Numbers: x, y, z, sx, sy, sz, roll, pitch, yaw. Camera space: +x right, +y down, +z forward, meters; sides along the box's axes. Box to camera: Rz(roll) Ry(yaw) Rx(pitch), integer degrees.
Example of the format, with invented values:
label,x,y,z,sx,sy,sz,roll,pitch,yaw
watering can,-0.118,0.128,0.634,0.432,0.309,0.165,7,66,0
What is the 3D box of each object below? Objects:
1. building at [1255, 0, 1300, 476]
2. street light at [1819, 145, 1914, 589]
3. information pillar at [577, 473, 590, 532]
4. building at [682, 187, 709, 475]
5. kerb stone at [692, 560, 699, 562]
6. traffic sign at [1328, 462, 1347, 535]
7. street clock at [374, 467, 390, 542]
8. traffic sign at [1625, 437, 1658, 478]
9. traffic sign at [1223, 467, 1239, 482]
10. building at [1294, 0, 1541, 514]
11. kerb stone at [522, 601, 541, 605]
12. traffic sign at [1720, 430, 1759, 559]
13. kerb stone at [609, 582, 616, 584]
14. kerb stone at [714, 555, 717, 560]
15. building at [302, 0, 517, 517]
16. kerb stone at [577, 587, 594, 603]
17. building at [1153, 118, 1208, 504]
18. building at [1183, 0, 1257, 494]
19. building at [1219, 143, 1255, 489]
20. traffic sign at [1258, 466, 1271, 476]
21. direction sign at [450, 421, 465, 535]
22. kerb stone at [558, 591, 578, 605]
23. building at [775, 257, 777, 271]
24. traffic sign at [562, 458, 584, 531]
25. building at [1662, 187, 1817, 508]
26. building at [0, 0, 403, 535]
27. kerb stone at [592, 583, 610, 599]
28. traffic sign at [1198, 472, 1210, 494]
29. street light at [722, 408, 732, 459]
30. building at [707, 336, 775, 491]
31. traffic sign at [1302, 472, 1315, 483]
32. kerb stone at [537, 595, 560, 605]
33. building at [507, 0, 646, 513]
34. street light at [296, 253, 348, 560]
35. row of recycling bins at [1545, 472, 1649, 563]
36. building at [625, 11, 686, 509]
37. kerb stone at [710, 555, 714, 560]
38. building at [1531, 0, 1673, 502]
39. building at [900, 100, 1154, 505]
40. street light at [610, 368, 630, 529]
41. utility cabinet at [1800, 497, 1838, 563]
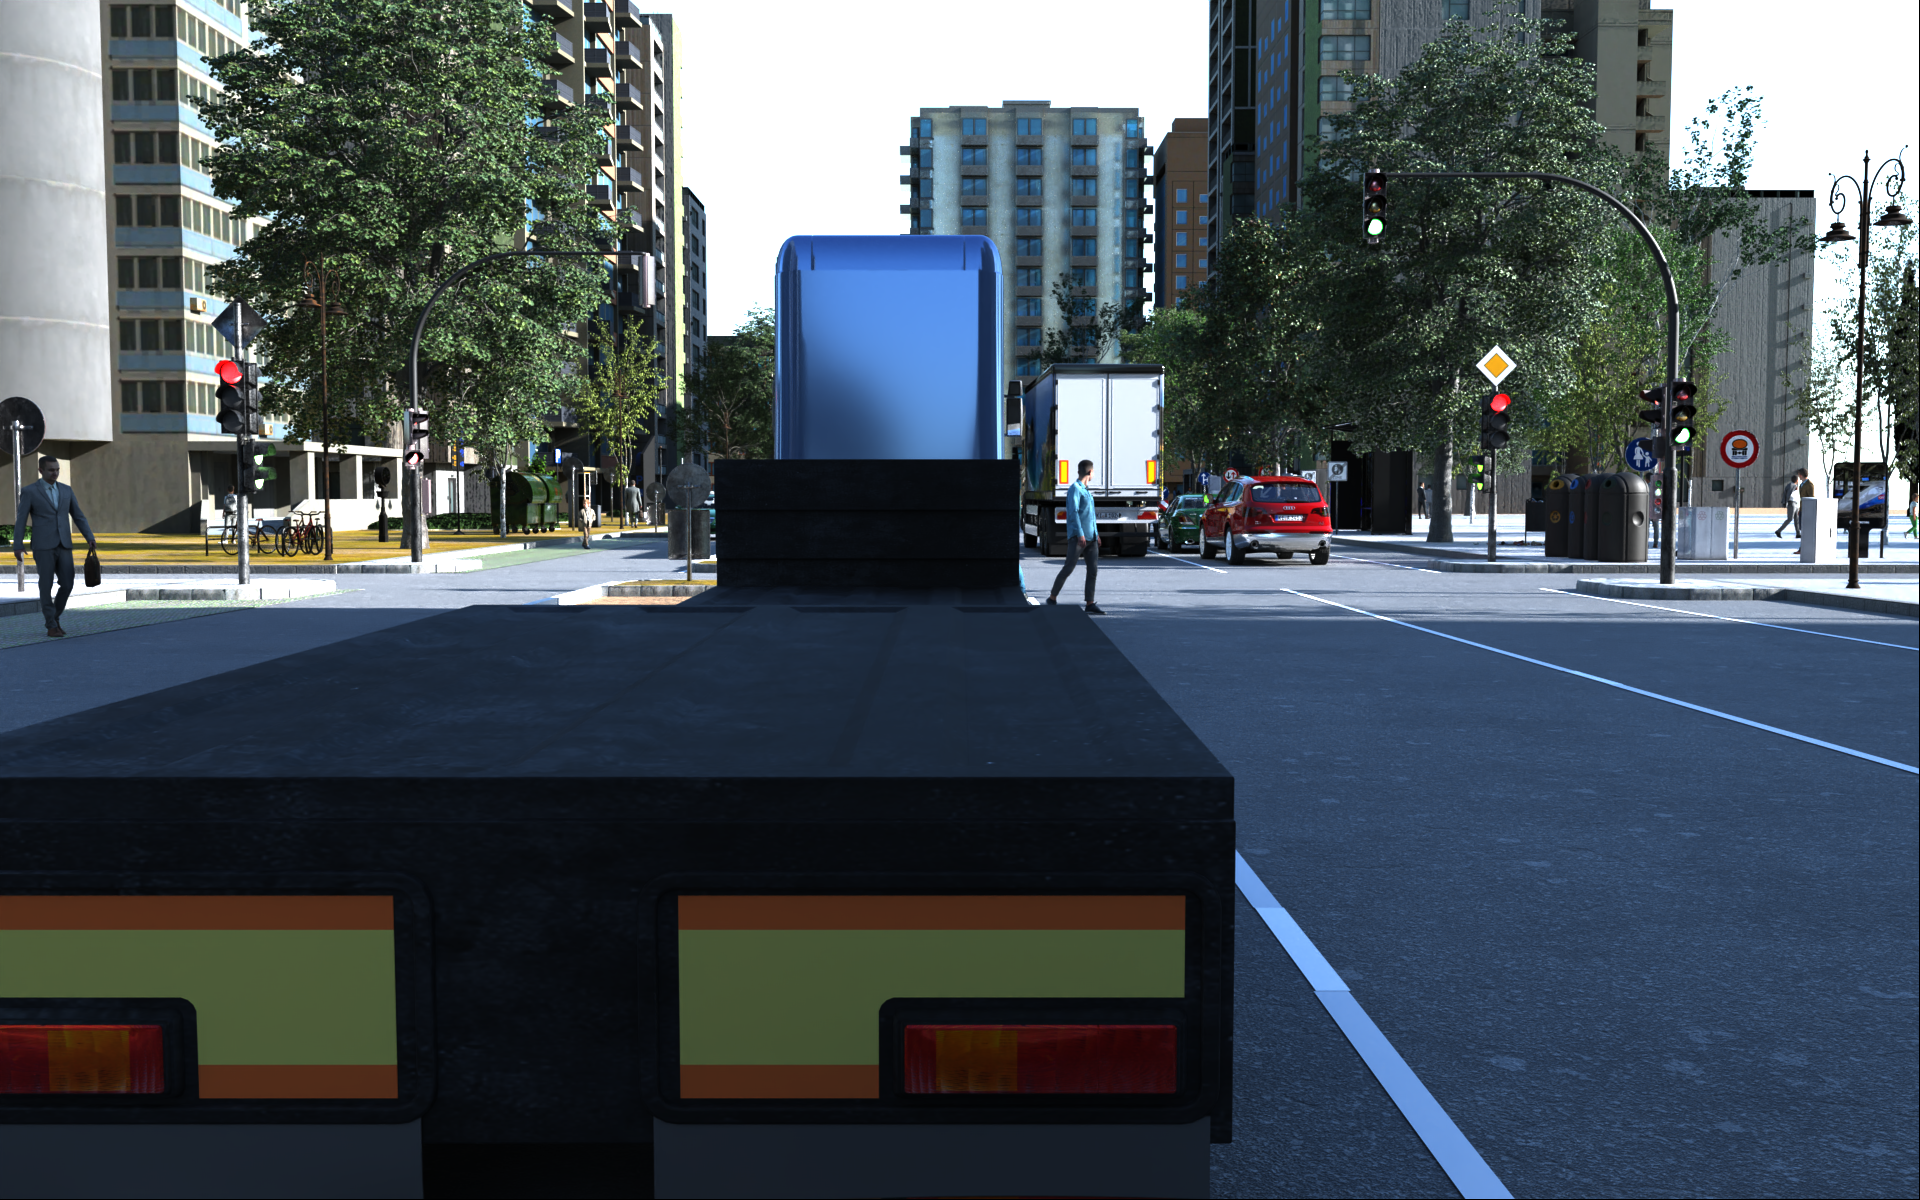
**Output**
label,x,y,z,sx,sy,sz,roll,pitch,yaw
building,30.353,-29.398,130.762,14.600,45.320,14.200,0,4,0
street light,12.164,-3.096,23.408,0.468,5.910,1.993,0,4,0
information pillar,-12.845,-3.344,59.163,0.304,2.012,0.304,2,4,24
building,-31.533,-24.062,165.112,14.107,30.474,14.160,0,4,0
kerb stone,-5.105,-0.705,33.731,0.120,0.150,1.000,0,4,0
traffic sign,11.918,-3.218,54.748,0.606,2.300,0.079,0,4,7
street clock,-15.365,-2.541,46.111,0.358,2.002,0.471,1,4,10
traffic sign,15.340,-2.380,39.014,0.768,2.556,0.104,0,4,4
traffic sign,12.956,-5.063,82.892,0.768,2.556,0.104,0,4,6
building,29.803,-26.494,116.767,14.154,41.232,14.086,0,4,0
kerb stone,-5.023,0.142,19.881,0.120,0.150,1.000,0,4,0
traffic sign,15.385,-2.090,34.275,0.768,2.556,0.104,0,4,3
kerb stone,-5.062,-0.165,25.002,0.120,0.150,1.000,0,4,0
kerb stone,-5.113,-0.831,35.787,0.120,0.150,1.000,0,4,0
building,-31.992,-19.481,90.212,14.160,30.474,14.107,0,4,0
kerb stone,-5.045,-0.043,22.947,0.120,0.150,1.000,0,4,0
building,31.190,-34.214,209.503,14.200,45.320,14.600,0,4,0
building,32.622,-44.234,161.475,20.563,71.187,20.611,0,4,0
building,28.665,-22.854,145.369,14.160,30.474,14.107,0,4,0
traffic sign,13.366,-4.605,75.401,0.768,2.556,0.104,1,4,9
direction sign,-15.755,-3.813,54.345,0.379,3.537,0.876,1,4,9
kerb stone,-5.035,0.017,21.925,0.120,0.150,1.000,0,4,0
building,-14.927,-26.747,209.016,14.107,30.474,14.160,0,4,0
traffic sign,-13.528,-3.696,60.538,0.768,2.556,0.104,0,4,3
building,71.736,-24.151,166.574,14.107,30.474,14.160,0,4,0
building,-37.564,-22.570,60.896,32.217,40.220,23.993,0,4,0
kerb stone,-5.040,-0.109,23.980,0.120,0.150,1.000,0,4,0
traffic sign,14.054,-6.083,99.570,0.768,2.556,0.104,0,4,2
street light,-12.600,-7.391,93.635,0.468,5.910,1.993,0,4,0
building,-36.470,-22.702,216.214,28.899,21.520,27.650,0,4,0
traffic sign,15.568,-4.606,77.442,0.606,2.300,0.079,0,4,4
kerb stone,-5.034,0.079,20.903,0.120,0.150,1.000,0,4,0
building,-34.544,-28.559,121.564,22.147,44.769,28.867,0,4,0
street light,-12.235,-3.705,33.367,0.468,5.910,1.993,0,4,0
row of recycling bins,12.513,-1.647,34.040,1.069,1.692,3.534,0,4,-2
building,-30.845,-28.106,143.130,14.154,41.232,14.086,0,4,0
kerb stone,-5.109,-0.764,34.753,0.120,0.150,1.000,0,4,0
building,53.905,-32.921,161.964,21.600,48.544,21.300,0,4,0
building,7.970,-36.321,213.450,30.456,49.044,23.786,0,4,0
street light,-12.432,-5.546,63.460,0.468,5.910,1.993,0,4,0
utility cabinet,16.132,-1.306,32.513,1.020,1.237,0.306,-3,5,-43
